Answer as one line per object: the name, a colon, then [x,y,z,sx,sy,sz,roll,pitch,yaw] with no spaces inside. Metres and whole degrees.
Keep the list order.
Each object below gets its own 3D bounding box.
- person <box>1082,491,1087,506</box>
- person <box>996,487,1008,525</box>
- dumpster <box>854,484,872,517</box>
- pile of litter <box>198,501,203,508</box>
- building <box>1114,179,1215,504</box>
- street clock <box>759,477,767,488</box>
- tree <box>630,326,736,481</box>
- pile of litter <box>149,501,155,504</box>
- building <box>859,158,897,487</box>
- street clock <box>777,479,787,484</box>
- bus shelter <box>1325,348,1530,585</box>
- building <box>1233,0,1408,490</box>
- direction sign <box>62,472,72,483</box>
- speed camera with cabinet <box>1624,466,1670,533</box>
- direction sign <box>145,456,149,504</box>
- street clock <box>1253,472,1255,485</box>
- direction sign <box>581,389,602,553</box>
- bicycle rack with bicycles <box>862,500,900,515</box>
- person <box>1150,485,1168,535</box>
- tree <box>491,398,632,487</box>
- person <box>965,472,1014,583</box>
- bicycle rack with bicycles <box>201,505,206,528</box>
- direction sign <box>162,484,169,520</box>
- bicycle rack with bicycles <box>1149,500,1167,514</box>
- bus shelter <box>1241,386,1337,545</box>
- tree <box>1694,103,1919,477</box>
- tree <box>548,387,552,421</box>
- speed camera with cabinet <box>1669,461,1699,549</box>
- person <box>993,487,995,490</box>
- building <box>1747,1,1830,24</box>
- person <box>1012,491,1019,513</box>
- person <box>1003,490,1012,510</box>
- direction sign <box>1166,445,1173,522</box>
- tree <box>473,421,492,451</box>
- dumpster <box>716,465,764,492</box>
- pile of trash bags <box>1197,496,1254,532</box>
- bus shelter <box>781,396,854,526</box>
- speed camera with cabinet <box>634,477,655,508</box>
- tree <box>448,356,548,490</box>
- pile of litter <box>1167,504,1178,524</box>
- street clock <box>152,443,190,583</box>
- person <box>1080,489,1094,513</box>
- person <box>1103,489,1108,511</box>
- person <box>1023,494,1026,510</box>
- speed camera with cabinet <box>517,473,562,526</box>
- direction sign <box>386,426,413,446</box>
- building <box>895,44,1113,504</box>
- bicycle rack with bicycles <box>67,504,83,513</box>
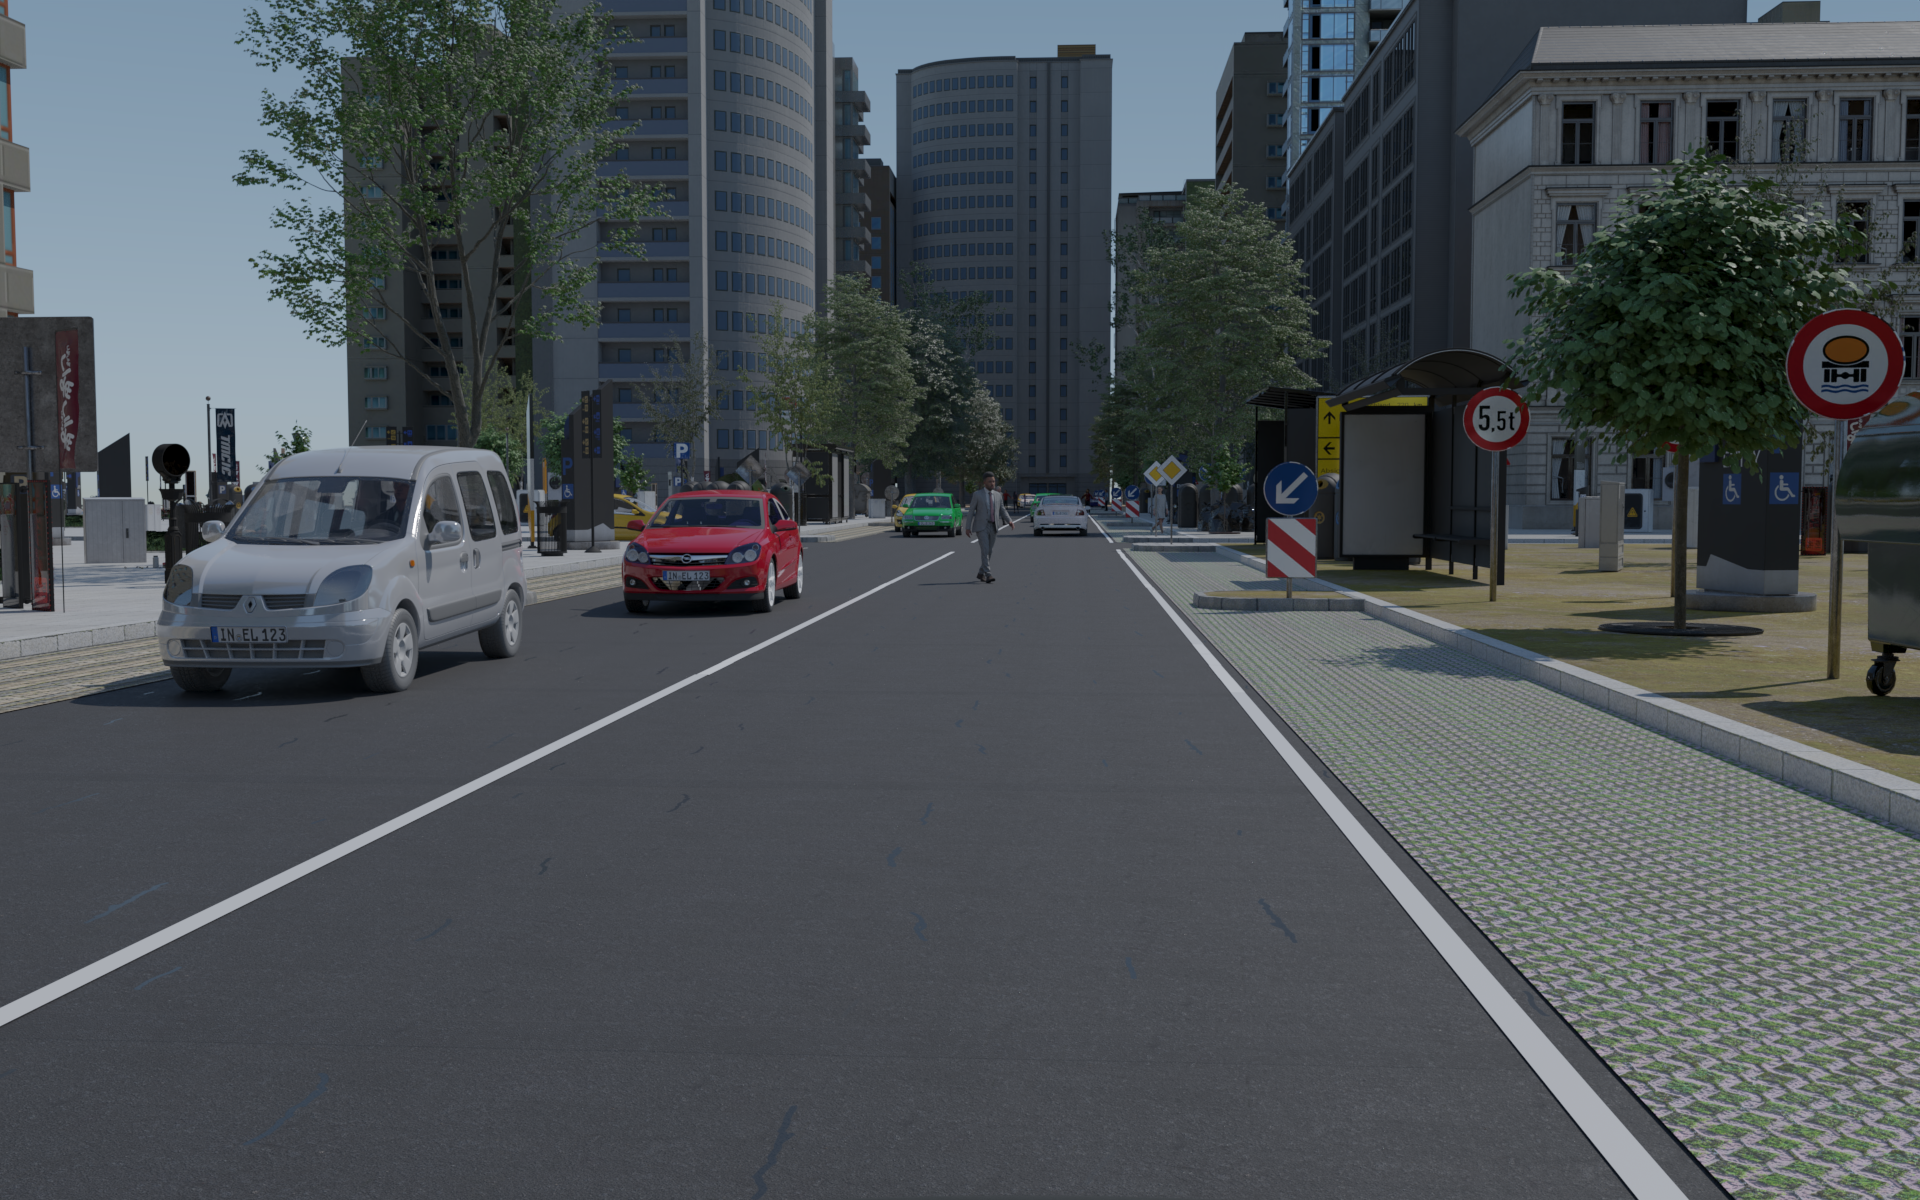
person: [13.916,-11.119,190.393,1.348,1.812,0.705,2,4,29]
person: [1.807,-4.284,78.949,0.834,1.777,0.661,3,5,40]
dumpster: [-5.589,-5.490,95.527,1.264,1.857,1.865,0,4,4]
pile of litter: [-46.792,-5.634,106.082,1.719,0.858,1.176,2,4,28]
building: [27.382,-33.253,227.283,14.086,41.232,14.154,0,4,4]
street clock: [-8.522,-4.294,74.772,0.358,2.002,0.471,1,4,11]
tree: [-11.929,-7.646,75.378,4.360,8.622,3.978,0,3,0]
pile of litter: [-52.284,-5.969,111.564,1.719,0.858,1.176,-3,5,-42]
building: [-15.703,-35.489,230.350,14.200,45.320,14.600,0,4,4]
street clock: [-8.598,-4.831,83.560,0.471,2.002,0.358,2,4,27]
bus shelter: [7.047,-2.008,26.755,2.014,3.302,5.546,0,4,4]
building: [36.937,-51.304,151.495,22.319,86.520,31.000,0,4,4]
direction sign: [-47.172,-6.072,91.278,0.379,3.537,0.876,1,4,20]
speed camera with cabinet: [22.764,-3.826,56.884,2.038,3.252,0.660,2,4,35]
direction sign: [-48.565,-6.821,103.514,0.379,3.537,0.876,-2,4,-34]
street clock: [9.337,-3.019,53.932,0.358,2.002,0.471,-2,4,-28]
direction sign: [-8.040,-2.804,37.845,0.379,3.537,0.876,-3,4,-39]
bicycle rack with bicycles: [-4.424,-5.582,104.644,2.852,0.926,2.925,3,5,42]
person: [6.802,-3.061,59.302,0.760,1.731,0.466,2,4,35]
tree: [-12.891,-4.635,59.490,4.285,4.588,4.351,0,3,0]
person: [0.446,-1.178,28.038,0.678,1.792,0.850,-2,4,-27]
bicycle rack with bicycles: [-24.704,-2.702,57.553,2.925,0.926,2.852,-1,4,-20]
direction sign: [-39.883,-5.806,86.919,0.379,3.537,0.876,-1,4,-19]
bicycle rack with bicycles: [12.857,-5.586,104.715,2.925,0.926,2.852,0,4,-6]
bus shelter: [7.763,-3.027,40.769,1.731,3.624,6.357,0,4,4]
tree: [15.750,-5.051,32.951,4.360,8.622,3.978,0,3,0]
tree: [-26.082,-9.263,101.817,4.737,8.622,4.395,0,3,0]
speed camera with cabinet: [17.556,-2.869,41.237,0.660,3.252,2.038,2,4,35]
person: [1.357,-3.895,72.575,0.661,1.777,0.834,1,4,9]
building: [77.320,-33.802,176.362,21.600,48.544,21.300,0,4,4]
person: [4.136,-7.255,128.586,0.415,1.643,0.593,3,5,39]
person: [4.134,-9.094,157.121,1.348,1.831,0.705,2,4,29]
direction sign: [9.564,-5.309,78.794,0.379,3.537,0.876,1,4,20]
tree: [-21.034,-5.770,78.060,4.285,4.588,4.351,0,3,0]
dumpster: [-7.537,-3.436,58.669,1.502,2.255,1.985,0,4,4]
pile of trash bags: [9.865,-3.011,58.981,3.447,1.369,1.912,0,4,-2]
bus shelter: [-6.094,-5.856,73.379,2.179,5.291,8.768,0,4,4]
speed camera with cabinet: [-19.319,-6.745,104.612,0.660,3.252,2.038,2,4,32]
tree: [-25.531,-8.721,92.948,4.737,8.622,4.395,0,3,0]
pile of litter: [9.488,-3.682,74.161,1.176,0.858,1.719,0,4,1]
street clock: [-11.286,-1.239,24.825,0.358,2.002,0.471,2,4,28]
person: [9.516,-7.382,129.158,1.348,1.831,0.705,3,5,42]
person: [12.233,-8.354,145.075,0.705,1.826,1.348,0,4,-7]
person: [5.954,-8.911,157.413,0.599,1.433,0.991,0,4,1]
speed camera with cabinet: [-16.856,-4.623,69.926,2.038,3.252,0.660,1,4,13]
direction sign: [-18.798,-4.048,58.178,0.876,3.537,0.379,-2,4,-30]
building: [5.905,-42.165,231.392,28.212,58.520,21.231,0,4,4]
bicycle rack with bicycles: [-53.748,-5.670,106.093,2.925,0.926,2.852,-1,4,-11]
